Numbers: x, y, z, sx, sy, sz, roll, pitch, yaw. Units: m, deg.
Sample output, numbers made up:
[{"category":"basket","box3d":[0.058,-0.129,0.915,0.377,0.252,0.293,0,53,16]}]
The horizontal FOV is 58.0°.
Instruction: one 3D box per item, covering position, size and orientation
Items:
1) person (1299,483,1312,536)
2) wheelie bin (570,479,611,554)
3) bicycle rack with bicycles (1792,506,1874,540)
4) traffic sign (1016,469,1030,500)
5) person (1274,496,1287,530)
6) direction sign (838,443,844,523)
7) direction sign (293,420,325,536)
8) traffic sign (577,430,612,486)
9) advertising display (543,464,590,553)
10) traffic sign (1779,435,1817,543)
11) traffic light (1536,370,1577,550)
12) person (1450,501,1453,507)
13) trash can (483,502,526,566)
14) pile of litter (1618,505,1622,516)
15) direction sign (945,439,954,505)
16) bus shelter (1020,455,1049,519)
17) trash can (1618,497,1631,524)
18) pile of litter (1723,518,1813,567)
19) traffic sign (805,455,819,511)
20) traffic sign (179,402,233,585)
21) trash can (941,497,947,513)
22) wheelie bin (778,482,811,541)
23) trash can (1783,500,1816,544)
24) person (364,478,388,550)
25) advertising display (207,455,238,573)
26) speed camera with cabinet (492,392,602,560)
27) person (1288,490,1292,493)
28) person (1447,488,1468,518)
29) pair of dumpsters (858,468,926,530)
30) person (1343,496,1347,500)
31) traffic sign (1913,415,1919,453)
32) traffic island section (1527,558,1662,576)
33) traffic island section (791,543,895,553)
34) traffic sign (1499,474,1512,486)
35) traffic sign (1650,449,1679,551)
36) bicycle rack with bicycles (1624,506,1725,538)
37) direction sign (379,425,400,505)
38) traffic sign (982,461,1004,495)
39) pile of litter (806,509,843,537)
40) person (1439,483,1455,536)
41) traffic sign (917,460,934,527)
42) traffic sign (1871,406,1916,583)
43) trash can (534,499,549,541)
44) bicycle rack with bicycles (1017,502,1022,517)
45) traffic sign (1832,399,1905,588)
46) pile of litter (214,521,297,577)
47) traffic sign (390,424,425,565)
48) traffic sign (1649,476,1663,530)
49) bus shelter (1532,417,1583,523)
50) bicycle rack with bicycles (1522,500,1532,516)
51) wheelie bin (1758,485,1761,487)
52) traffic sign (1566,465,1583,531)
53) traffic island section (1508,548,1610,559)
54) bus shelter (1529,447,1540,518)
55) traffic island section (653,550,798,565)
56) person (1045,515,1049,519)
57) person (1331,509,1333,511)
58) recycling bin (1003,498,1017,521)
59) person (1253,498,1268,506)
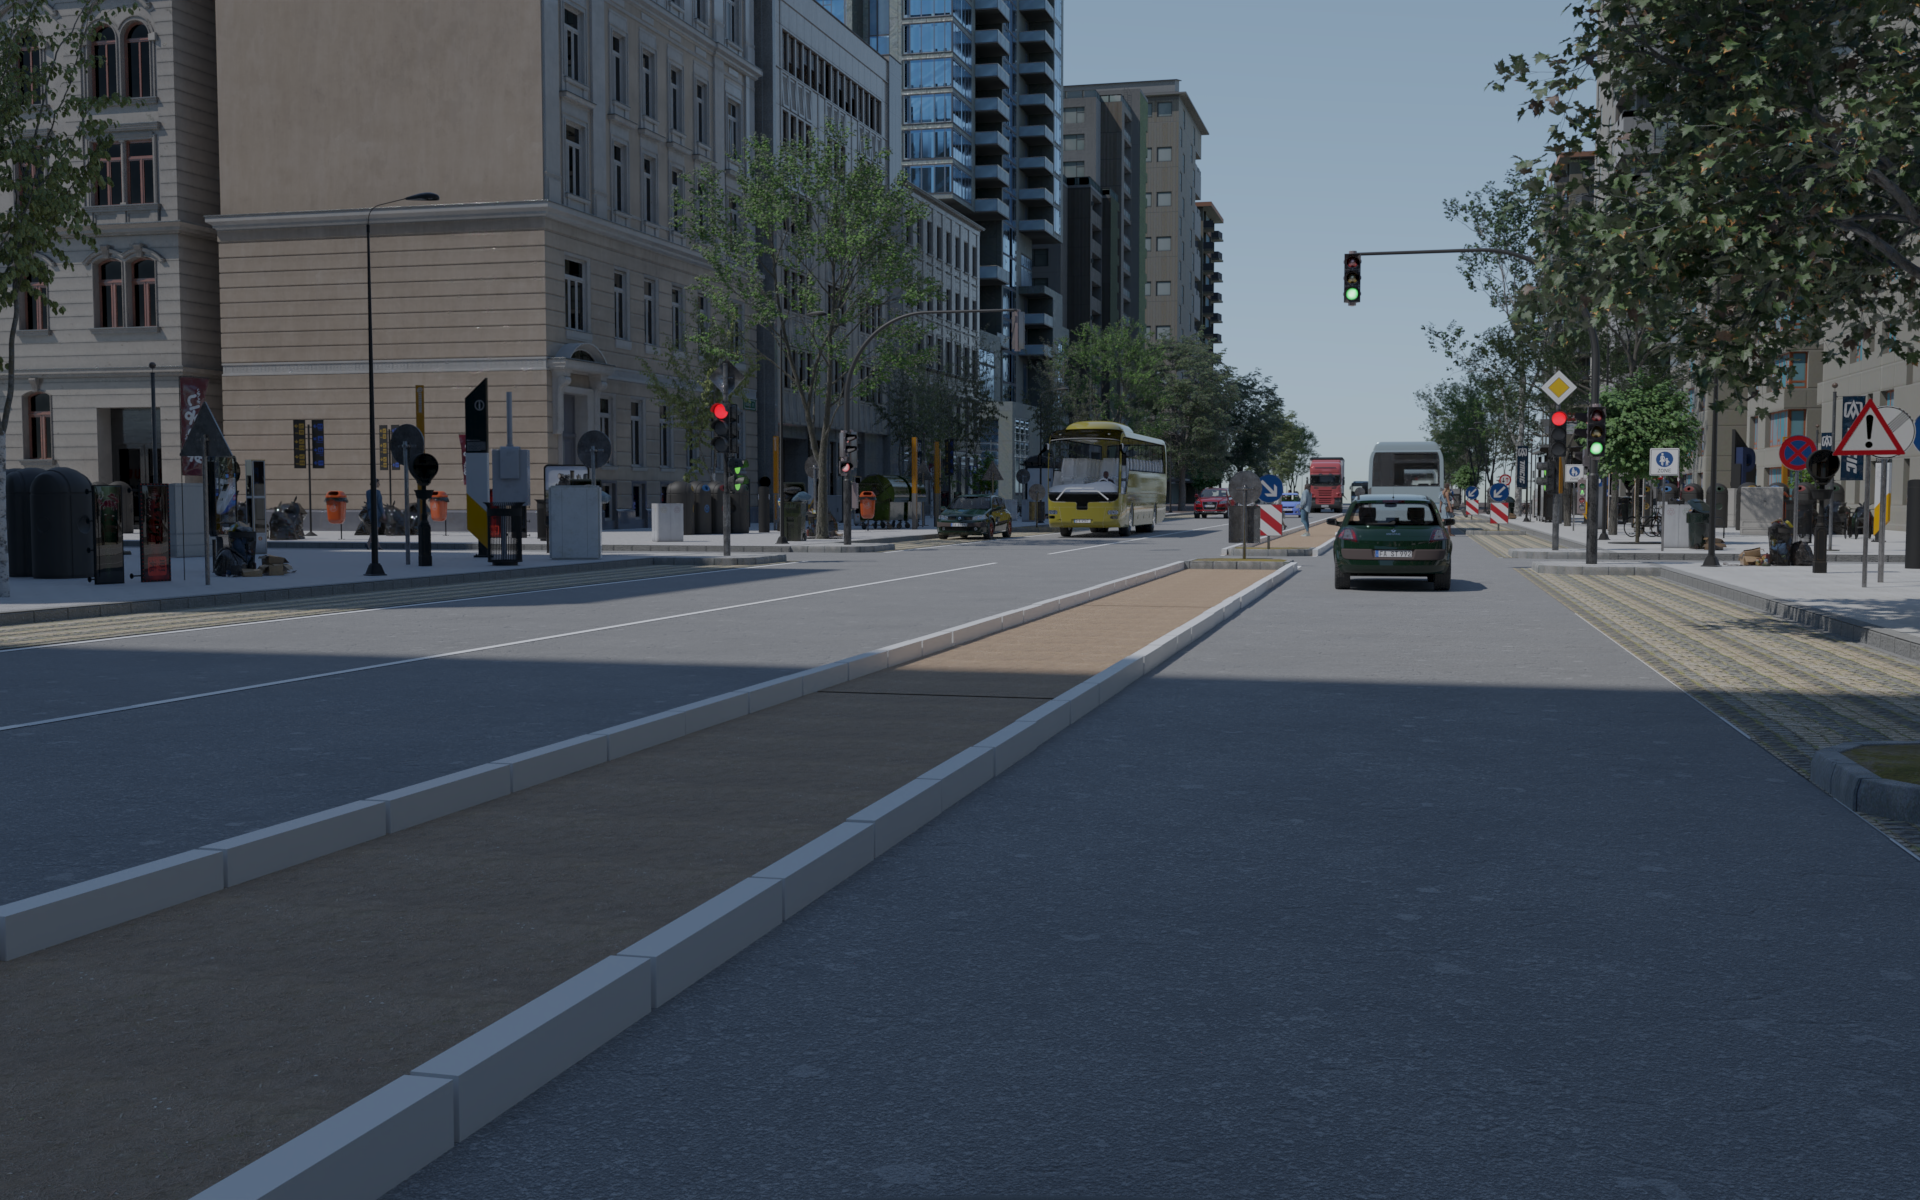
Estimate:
[{"category":"person","box3d":[11.714,-3.046,58.566,0.793,1.790,0.793,0,4,0]},{"category":"wheelie bin","box3d":[-7.790,-1.732,36.230,0.980,1.594,0.693,-1,4,-10]},{"category":"bicycle rack with bicycles","box3d":[25.328,-2.246,50.106,2.852,0.926,2.925,3,5,39]},{"category":"traffic sign","box3d":[3.165,-5.333,87.305,0.768,2.556,0.104,1,4,22]},{"category":"person","box3d":[12.573,-3.633,68.244,0.624,1.780,0.694,2,4,28]},{"category":"direction sign","box3d":[-5.199,-5.184,76.756,0.379,3.537,0.876,1,4,21]},{"category":"direction sign","box3d":[-19.850,-3.723,52.864,0.876,3.537,0.379,-1,4,-14]},{"category":"traffic sign","box3d":[-7.295,-2.104,34.511,0.768,2.556,0.104,1,4,17]},{"category":"advertising display","box3d":[-8.536,-1.983,37.635,0.974,1.923,0.123,0,4,-7]},{"category":"traffic sign","box3d":[18.095,-2.285,37.472,0.768,2.556,0.104,1,4,15]},{"category":"traffic light","box3d":[13.556,-3.086,39.379,0.839,4.253,0.868,1,4,14]},{"category":"person","box3d":[26.484,-4.919,93.601,0.352,1.250,0.332,1,4,17]},{"category":"trash can","box3d":[-8.184,-1.191,31.133,0.748,1.137,0.748,0,3,0]},{"category":"pile of litter","box3d":[36.997,-4.990,95.548,1.176,0.858,1.719,-2,4,-29]},{"category":"direction sign","box3d":[-0.437,-4.848,71.263,0.379,3.537,0.876,-1,4,-22]},{"category":"bus shelter","box3d":[4.746,-6.026,92.452,2.014,3.302,5.546,1,4,14]},{"category":"trash can","box3d":[27.995,-3.774,73.363,0.748,1.137,0.748,0,3,0]},{"category":"pile of litter","box3d":[14.581,-1.052,31.161,1.719,0.858,1.176,1,4,9]},{"category":"traffic sign","box3d":[-4.776,-3.477,56.952,0.768,2.556,0.104,1,4,21]},{"category":"traffic sign","box3d":[-10.622,-1.491,24.384,0.884,2.594,0.081,1,4,16]},{"category":"trash can","box3d":[-1.025,-5.199,96.665,0.748,1.137,0.748,0,3,0]},{"category":"wheelie bin","box3d":[-4.518,-2.398,47.116,0.980,1.594,0.693,1,4,10]},{"category":"trash can","box3d":[20.869,-1.922,43.085,0.748,1.137,0.748,0,3,0]},{"category":"person","box3d":[-14.624,-2.120,43.188,0.581,1.822,0.654,3,5,42]},{"category":"advertising display","box3d":[-12.159,-1.430,28.587,0.123,1.923,0.974,0,4,-3]},{"category":"speed camera with cabinet","box3d":[-8.070,-2.419,33.881,2.038,3.252,0.660,-1,4,-8]},{"category":"person","box3d":[22.460,-6.685,118.618,0.721,1.723,1.217,2,4,25]},{"category":"person","box3d":[29.793,-5.836,104.134,1.509,1.804,0.699,1,4,9]},{"category":"pair of dumpsters","box3d":[-2.558,-3.773,64.175,1.574,2.255,4.437,1,4,14]},{"category":"person","box3d":[31.074,-8.165,141.937,1.348,1.831,0.705,0,4,4]},{"category":"traffic sign","box3d":[14.333,-1.546,25.386,0.768,2.556,0.104,1,4,21]},{"category":"traffic island section","box3d":[11.588,-0.579,31.753,2.009,0.180,2.903,1,4,14]},{"category":"traffic island section","box3d":[-2.857,-1.312,43.735,2.009,0.180,2.903,1,4,14]},{"category":"traffic sign","box3d":[34.675,-6.732,110.177,0.768,2.556,0.104,1,4,22]},{"category":"traffic sign","box3d":[15.774,-2.245,38.829,0.606,2.300,0.079,1,4,23]},{"category":"bicycle rack with bicycles","box3d":[21.118,-2.314,51.221,2.925,0.926,2.852,0,4,1]},{"category":"direction sign","box3d":[-18.656,-3.958,56.708,0.876,3.537,0.379,2,4,28]},{"category":"traffic sign","box3d":[1.261,-4.096,66.975,0.884,2.594,0.081,1,4,16]},{"category":"pile of litter","box3d":[-4.212,-2.338,52.195,1.176,0.858,1.719,-2,4,-29]},{"category":"person","box3d":[16.378,-3.048,58.429,0.778,1.811,0.616,0,4,-7]},{"category":"traffic sign","box3d":[-1.434,-4.080,66.712,0.884,2.594,0.081,1,4,20]},{"category":"traffic sign","box3d":[13.349,-1.525,25.038,0.768,2.556,0.104,1,4,18]},{"category":"trash can","box3d":[-11.260,-2.185,47.377,0.748,1.137,0.748,0,3,0]},{"category":"bicycle rack with bicycles","box3d":[3.501,-5.212,98.593,2.852,0.926,2.925,3,5,41]},{"category":"traffic sign","box3d":[12.417,-1.450,23.709,0.884,2.594,0.081,1,4,21]},{"category":"pile of litter","box3d":[-11.135,-0.828,27.501,1.176,0.858,1.719,1,4,20]},{"category":"traffic sign","box3d":[-10.034,-1.915,31.408,0.768,2.556,0.104,1,4,22]},{"category":"traffic sign","box3d":[24.847,-3.808,62.263,0.884,2.594,0.081,1,4,22]},{"category":"bus shelter","box3d":[28.012,-6.337,81.250,2.179,5.291,8.768,1,4,15]},{"category":"bicycle rack with bicycles","box3d":[33.444,-5.492,103.182,2.852,0.926,2.925,0,4,2]},{"category":"wheelie bin","box3d":[28.740,-3.327,62.305,0.693,1.594,0.980,2,4,30]},{"category":"traffic sign","box3d":[21.315,-3.547,60.121,0.606,2.300,0.079,1,4,19]},{"category":"traffic island section","box3d":[13.592,-1.052,39.483,2.009,0.180,2.903,1,4,14]},{"category":"bus shelter","box3d":[30.386,-6.000,89.378,1.731,3.624,6.357,1,4,14]},{"category":"traffic island section","box3d":[-4.860,-0.839,36.004,2.009,0.180,2.903,1,4,14]},{"category":"person","box3d":[3.990,-3.517,71.494,0.738,1.151,1.012,-1,4,-19]},{"category":"person","box3d":[31.489,-8.416,146.042,1.348,1.831,0.705,0,4,4]},{"category":"recycling bin","box3d":[2.308,-4.327,83.299,0.722,1.027,0.722,-1,4,-17]},{"category":"person","box3d":[12.809,-3.969,73.746,0.623,1.781,0.721,-2,4,-25]}]
